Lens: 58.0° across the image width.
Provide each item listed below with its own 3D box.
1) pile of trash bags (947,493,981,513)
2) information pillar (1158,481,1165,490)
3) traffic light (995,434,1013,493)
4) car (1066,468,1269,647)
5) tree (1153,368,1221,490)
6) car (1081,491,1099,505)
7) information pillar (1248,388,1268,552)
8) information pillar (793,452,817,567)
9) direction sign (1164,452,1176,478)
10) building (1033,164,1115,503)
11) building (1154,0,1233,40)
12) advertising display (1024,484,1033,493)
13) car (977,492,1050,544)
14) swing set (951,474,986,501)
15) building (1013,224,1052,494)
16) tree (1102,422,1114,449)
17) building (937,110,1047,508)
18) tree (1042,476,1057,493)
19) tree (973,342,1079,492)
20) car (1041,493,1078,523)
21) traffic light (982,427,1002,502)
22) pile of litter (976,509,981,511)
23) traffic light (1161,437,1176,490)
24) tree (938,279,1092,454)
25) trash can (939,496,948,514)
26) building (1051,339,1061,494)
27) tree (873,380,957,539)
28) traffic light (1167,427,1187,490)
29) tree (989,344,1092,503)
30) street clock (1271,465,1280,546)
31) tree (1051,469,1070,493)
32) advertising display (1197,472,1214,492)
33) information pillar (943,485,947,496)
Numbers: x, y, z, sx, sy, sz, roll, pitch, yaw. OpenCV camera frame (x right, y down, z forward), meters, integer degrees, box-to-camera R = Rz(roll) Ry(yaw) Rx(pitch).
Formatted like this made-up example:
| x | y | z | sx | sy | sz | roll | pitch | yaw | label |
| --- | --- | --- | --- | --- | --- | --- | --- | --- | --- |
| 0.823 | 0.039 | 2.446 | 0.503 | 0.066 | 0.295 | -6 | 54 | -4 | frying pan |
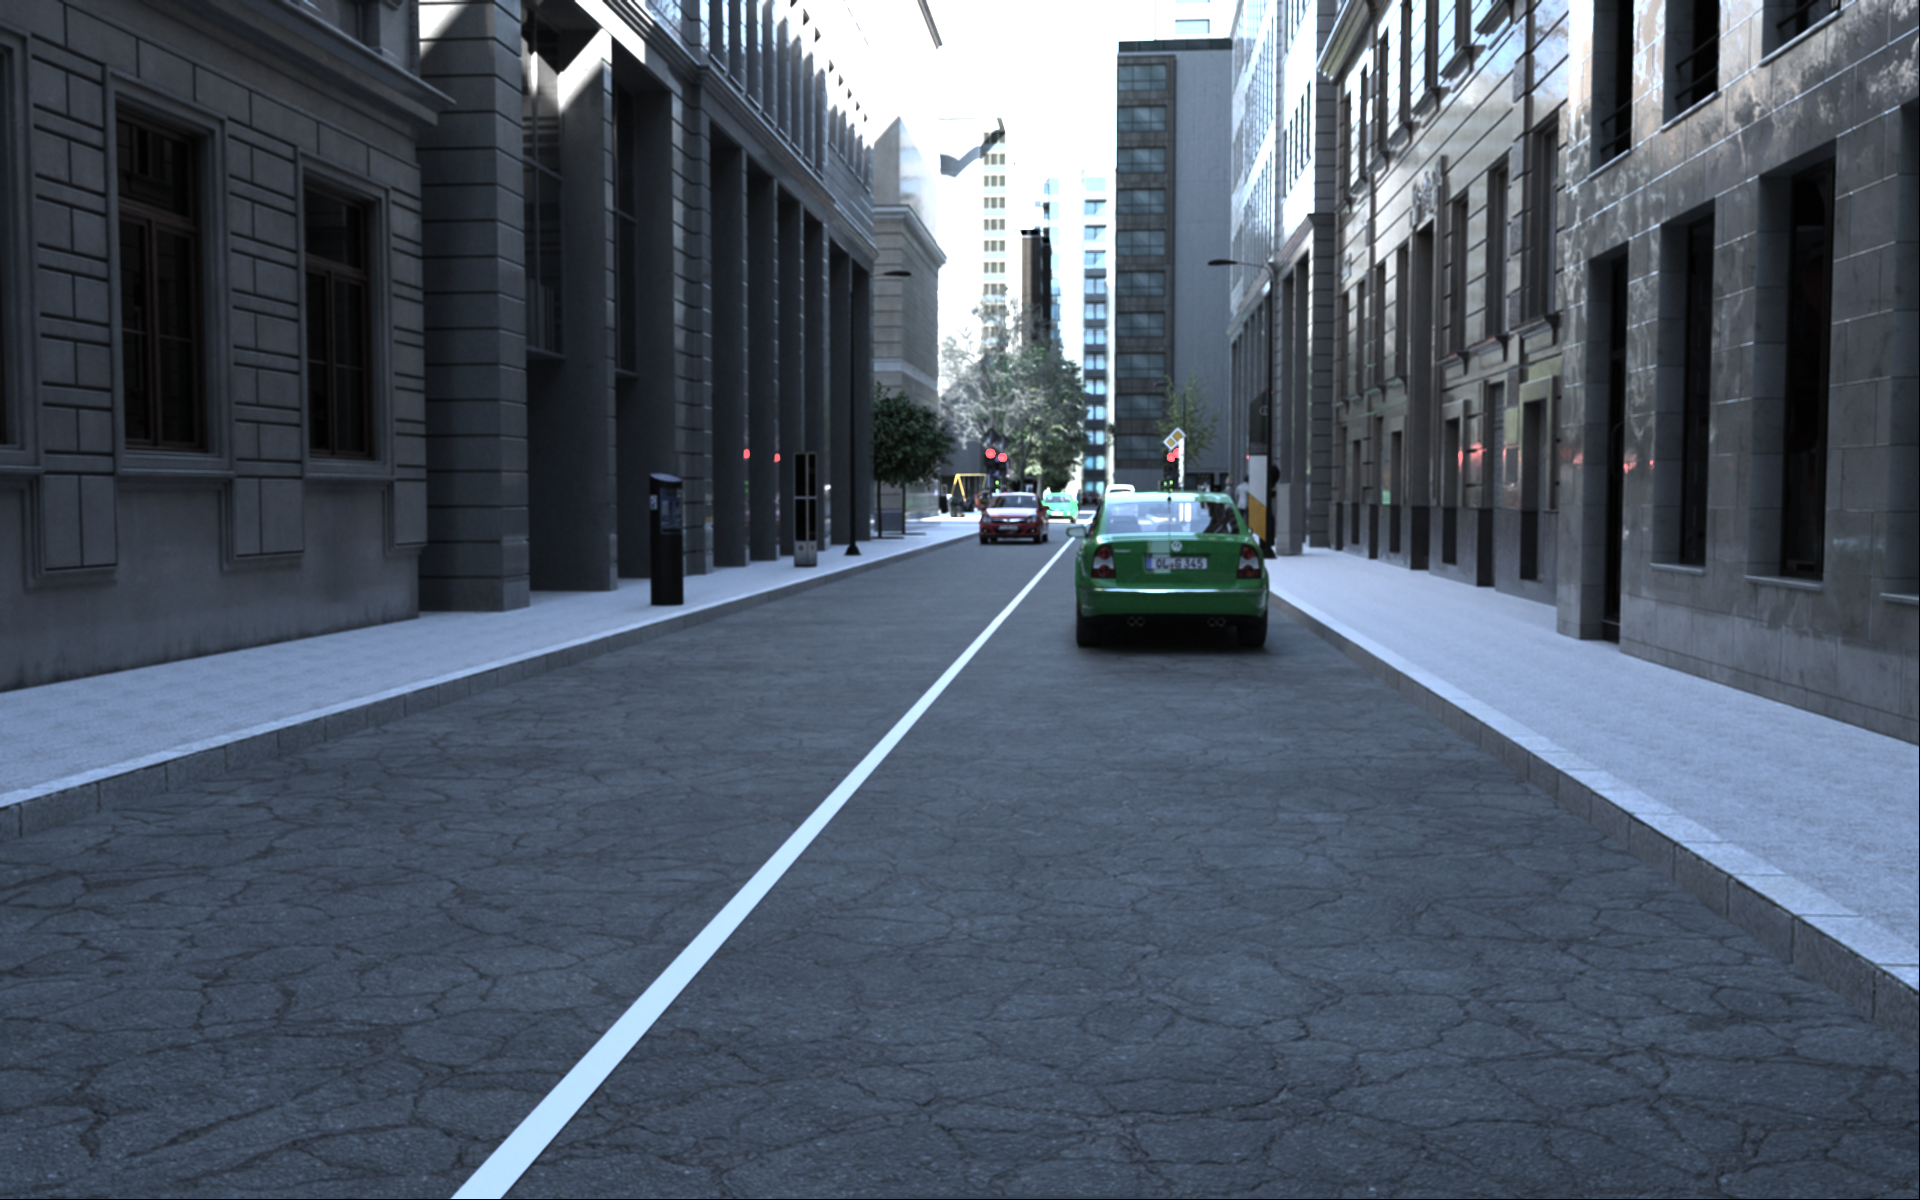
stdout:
| x | y | z | sx | sy | sz | roll | pitch | yaw | label |
| --- | --- | --- | --- | --- | --- | --- | --- | --- | --- |
| 0.403 | -6.725 | 119.700 | 1.912 | 1.369 | 3.447 | -3 | 4 | -39 | pile of trash bags |
| 11.471 | -5.759 | 98.645 | 0.304 | 2.012 | 0.304 | -1 | 4 | -8 | information pillar |
| 2.029 | -5.626 | 80.907 | 0.839 | 4.253 | 0.868 | 0 | 4 | 5 | traffic light |
| 2.062 | -0.540 | 17.631 | 1.959 | 1.807 | 4.718 | 0 | 4 | 3 | car |
| 13.127 | -9.243 | 101.488 | 4.737 | 8.622 | 4.395 | 0 | 3 | 0 | tree |
| 17.043 | -13.342 | 226.809 | 2.281 | 1.827 | 5.304 | 0 | 4 | 6 | car |
| 6.450 | -2.802 | 37.161 | 0.504 | 3.616 | 0.183 | 1 | 4 | 10 | information pillar |
| -2.724 | -1.591 | 30.499 | 0.304 | 2.012 | 0.304 | 2 | 4 | 29 | information pillar |
| 11.387 | -6.177 | 92.983 | 0.876 | 3.537 | 0.379 | 1 | 4 | 13 | direction sign |
| 26.001 | -38.575 | 250.312 | 30.456 | 49.044 | 23.786 | 0 | 4 | 5 | building |
| 31.208 | -39.390 | 186.026 | 21.231 | 58.520 | 28.212 | 0 | 4 | 5 | building |
| 4.341 | -6.355 | 109.113 | 0.123 | 1.923 | 0.974 | 2 | 4 | 31 | advertising display |
| 1.620 | -2.573 | 51.108 | 2.155 | 1.783 | 4.494 | 0 | 4 | 7 | car |
| 0.870 | -8.623 | 138.606 | 3.119 | 2.851 | 2.862 | 2 | 4 | 34 | swing set |
| 2.638 | -25.420 | 187.314 | 14.160 | 30.474 | 14.107 | 0 | 4 | 5 | building |
| 14.376 | -11.703 | 125.760 | 8.767 | 10.594 | 7.601 | 1 | 4 | 13 | tree |
| -7.471 | -29.171 | 168.819 | 32.217 | 40.220 | 23.993 | 0 | 4 | 5 | building |
| 7.642 | -9.825 | 155.244 | 1.663 | 3.219 | 1.824 | 0 | 3 | 0 | tree |
| 4.269 | -11.690 | 116.892 | 9.928 | 11.665 | 9.643 | 0 | 3 | 0 | tree |
| 4.912 | -4.738 | 86.261 | 1.959 | 1.807 | 4.718 | 0 | 4 | 6 | car |
| 1.325 | -5.140 | 72.953 | 0.839 | 4.253 | 0.868 | 0 | 4 | 5 | traffic light |
| 1.754 | -7.178 | 131.321 | 1.719 | 0.858 | 1.176 | 1 | 4 | 18 | pile of litter |
| 9.761 | -5.585 | 80.242 | 0.839 | 4.253 | 0.868 | 0 | 4 | 5 | traffic light |
| 2.233 | -11.576 | 99.644 | 12.009 | 13.543 | 11.850 | 0 | 3 | 0 | tree |
| -1.131 | -6.203 | 113.078 | 0.748 | 1.137 | 0.748 | 0 | 3 | 0 | trash can |
| -2.041 | -22.861 | 218.818 | 28.899 | 21.520 | 27.650 | 0 | 4 | 5 | building |
| -2.342 | -4.070 | 50.261 | 4.285 | 4.588 | 4.351 | 0 | 3 | 0 | tree |
| 9.058 | -5.099 | 72.288 | 0.839 | 4.253 | 0.868 | 0 | 4 | 5 | traffic light |
| 6.883 | -14.726 | 147.433 | 9.857 | 13.997 | 8.962 | 0 | 3 | 0 | tree |
| 7.704 | -2.354 | 43.061 | 0.358 | 2.002 | 0.471 | -2 | 4 | -29 | street clock |
| 11.028 | -13.062 | 197.269 | 4.285 | 4.588 | 4.351 | 0 | 3 | 0 | tree |
| 7.252 | -2.812 | 51.194 | 0.123 | 1.923 | 0.974 | -1 | 4 | -16 | advertising display |
| -1.187 | -8.004 | 135.351 | 0.304 | 2.012 | 0.304 | 1 | 4 | 14 | information pillar |
